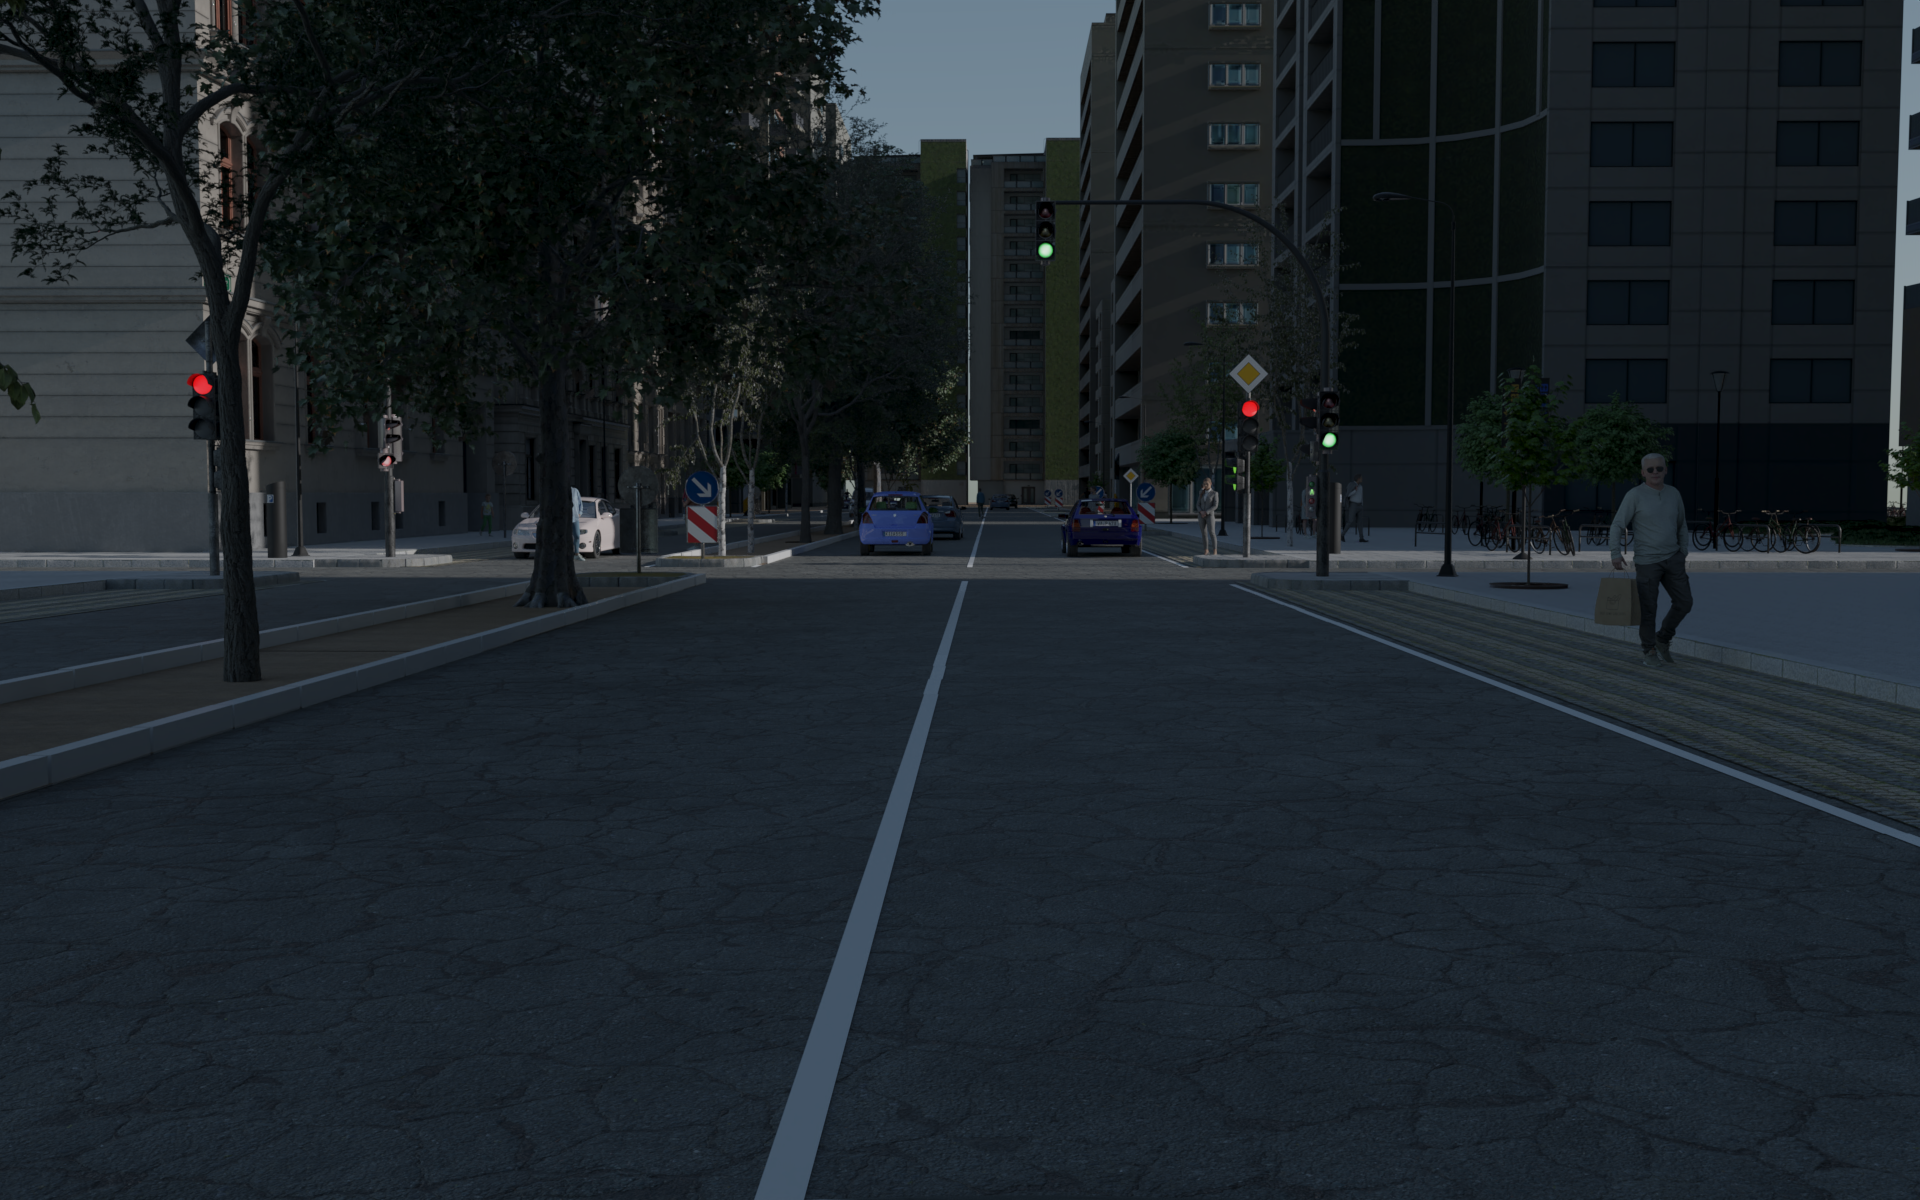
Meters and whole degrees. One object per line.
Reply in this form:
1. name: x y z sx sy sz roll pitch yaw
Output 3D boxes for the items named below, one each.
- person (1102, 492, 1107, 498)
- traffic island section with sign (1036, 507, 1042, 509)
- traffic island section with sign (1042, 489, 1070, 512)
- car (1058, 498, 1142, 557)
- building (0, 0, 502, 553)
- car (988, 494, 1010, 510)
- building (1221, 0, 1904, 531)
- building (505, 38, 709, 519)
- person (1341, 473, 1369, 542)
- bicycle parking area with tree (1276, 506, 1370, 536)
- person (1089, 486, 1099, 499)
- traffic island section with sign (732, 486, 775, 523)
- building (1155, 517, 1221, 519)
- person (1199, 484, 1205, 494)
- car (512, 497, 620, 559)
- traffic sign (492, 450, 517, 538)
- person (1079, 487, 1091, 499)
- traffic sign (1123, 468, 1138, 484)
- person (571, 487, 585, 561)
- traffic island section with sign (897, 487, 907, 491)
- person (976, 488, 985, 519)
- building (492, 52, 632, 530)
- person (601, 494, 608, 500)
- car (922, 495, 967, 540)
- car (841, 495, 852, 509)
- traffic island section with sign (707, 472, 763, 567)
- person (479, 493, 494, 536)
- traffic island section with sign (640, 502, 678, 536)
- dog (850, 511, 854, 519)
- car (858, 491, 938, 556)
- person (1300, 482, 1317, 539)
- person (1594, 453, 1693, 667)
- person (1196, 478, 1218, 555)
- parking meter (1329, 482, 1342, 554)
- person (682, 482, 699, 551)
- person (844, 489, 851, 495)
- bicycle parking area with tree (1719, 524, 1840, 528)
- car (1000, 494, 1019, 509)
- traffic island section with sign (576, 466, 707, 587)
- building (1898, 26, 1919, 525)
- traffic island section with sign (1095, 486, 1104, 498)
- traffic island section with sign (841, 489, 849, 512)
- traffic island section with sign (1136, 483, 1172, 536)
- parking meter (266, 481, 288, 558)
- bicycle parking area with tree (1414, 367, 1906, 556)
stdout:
1. person: 9.626 -6.509 115.656 0.628 1.438 0.799 0 4 2
2. traffic island section with sign: 8.157 -9.484 163.684 1.989 1.847 2.006 0 4 1
3. traffic island section with sign: 7.665 -7.835 136.734 1.989 1.847 2.006 0 4 1
4. car: 3.306 -1.730 40.865 1.945 1.354 3.894 0 4 1
5. building: -22.421 -15.960 48.343 14.401 28.519 23.554 0 4 1
6. car: 3.532 -8.741 154.925 2.014 1.417 4.499 0 4 0
7. building: 22.254 -38.551 68.556 20.563 71.187 20.611 0 4 1
8. building: -21.052 -18.020 91.895 12.463 27.353 25.104 0 4 1
9. person: 10.497 -2.446 46.143 0.679 1.850 0.850 -3 5 -43
10. bicycle parking area with tree: 14.222 -4.207 55.792 8.231 4.147 9.016 1 4 14
11. person: 4.747 -3.220 61.892 0.466 1.731 0.760 0 4 3
12. traffic island section with sign: -10.358 -4.808 87.243 1.989 1.847 2.006 0 4 1
13. building: 20.214 -29.030 98.340 21.300 48.544 21.600 0 4 1
14. person: 12.418 -5.011 88.159 0.466 1.800 0.511 -3 4 -37
15. car: -8.956 -1.691 40.005 2.083 1.381 4.827 0 4 1
16. traffic sign: -13.316 -3.089 50.618 0.768 2.556 0.104 0 4 5
17. person: 10.130 -8.048 137.643 1.348 1.822 0.705 1 4 12
18. traffic sign: 8.651 -5.370 87.531 0.795 2.593 0.064 0 4 7
19. person: -8.339 -1.729 37.027 0.793 1.790 0.793 2 4 27
20. traffic island section with sign: -3.716 -6.229 109.981 2.006 1.907 1.989 0 4 1
21. person: 1.199 -5.630 100.892 0.601 1.785 0.444 -1 4 -20
22. building: -20.033 -12.559 69.971 10.561 19.102 19.286 0 4 1
23. person: -13.762 -3.490 67.384 0.394 1.301 0.425 -1 4 -9
24. car: -0.801 -2.651 55.350 2.014 1.417 4.499 0 4 2
25. car: -9.571 -8.048 144.170 1.945 1.354 3.894 0 4 2
26. traffic island section with sign: -5.077 -1.634 34.854 2.006 1.907 1.989 0 4 1
27. person: -14.365 -2.585 52.548 0.590 1.304 0.306 3 5 40
28. traffic island section with sign: -10.847 -3.137 59.915 1.989 1.847 2.006 0 4 1
29. dog: -6.025 -4.850 98.581 0.406 0.507 0.540 0 4 5
30. car: -1.500 -1.961 41.659 1.945 1.707 3.694 0 4 0
31. person: 10.051 -2.626 49.976 0.512 1.701 0.522 -3 5 -42
32. person: 5.678 -0.331 14.397 0.782 1.767 0.515 -1 4 -10
33. person: 5.488 -1.822 38.563 0.520 1.790 0.573 1 4 19
34. parking meter: 8.006 -1.764 37.245 0.372 1.533 0.369 0 3 0
35. person: -6.828 -2.179 44.108 0.580 1.828 0.573 3 5 42
36. person: -11.682 -10.584 179.108 1.348 1.821 0.705 -2 4 -33
37. bicycle parking area with tree: 38.719 -5.428 75.753 8.231 4.147 9.016 1 4 11
38. car: 4.819 -9.850 170.835 2.009 1.686 4.222 0 4 3
39. traffic island section with sign: -5.222 -1.181 27.449 2.006 1.907 1.989 0 4 1
40. building: 34.935 -24.052 43.367 14.200 45.320 14.600 0 4 1
41. traffic island section with sign: 6.761 -4.794 87.011 1.989 1.847 2.006 0 4 1
42. traffic island section with sign: -9.449 -7.862 137.169 1.989 1.847 2.006 0 4 1
43. traffic island section with sign: 6.273 -3.146 60.060 1.989 1.847 2.006 0 4 1
44. parking meter: -13.716 -1.612 34.768 0.372 1.533 0.369 0 3 0
45. bicycle parking area with tree: 15.151 -3.226 39.752 8.231 4.147 9.016 0 4 1
